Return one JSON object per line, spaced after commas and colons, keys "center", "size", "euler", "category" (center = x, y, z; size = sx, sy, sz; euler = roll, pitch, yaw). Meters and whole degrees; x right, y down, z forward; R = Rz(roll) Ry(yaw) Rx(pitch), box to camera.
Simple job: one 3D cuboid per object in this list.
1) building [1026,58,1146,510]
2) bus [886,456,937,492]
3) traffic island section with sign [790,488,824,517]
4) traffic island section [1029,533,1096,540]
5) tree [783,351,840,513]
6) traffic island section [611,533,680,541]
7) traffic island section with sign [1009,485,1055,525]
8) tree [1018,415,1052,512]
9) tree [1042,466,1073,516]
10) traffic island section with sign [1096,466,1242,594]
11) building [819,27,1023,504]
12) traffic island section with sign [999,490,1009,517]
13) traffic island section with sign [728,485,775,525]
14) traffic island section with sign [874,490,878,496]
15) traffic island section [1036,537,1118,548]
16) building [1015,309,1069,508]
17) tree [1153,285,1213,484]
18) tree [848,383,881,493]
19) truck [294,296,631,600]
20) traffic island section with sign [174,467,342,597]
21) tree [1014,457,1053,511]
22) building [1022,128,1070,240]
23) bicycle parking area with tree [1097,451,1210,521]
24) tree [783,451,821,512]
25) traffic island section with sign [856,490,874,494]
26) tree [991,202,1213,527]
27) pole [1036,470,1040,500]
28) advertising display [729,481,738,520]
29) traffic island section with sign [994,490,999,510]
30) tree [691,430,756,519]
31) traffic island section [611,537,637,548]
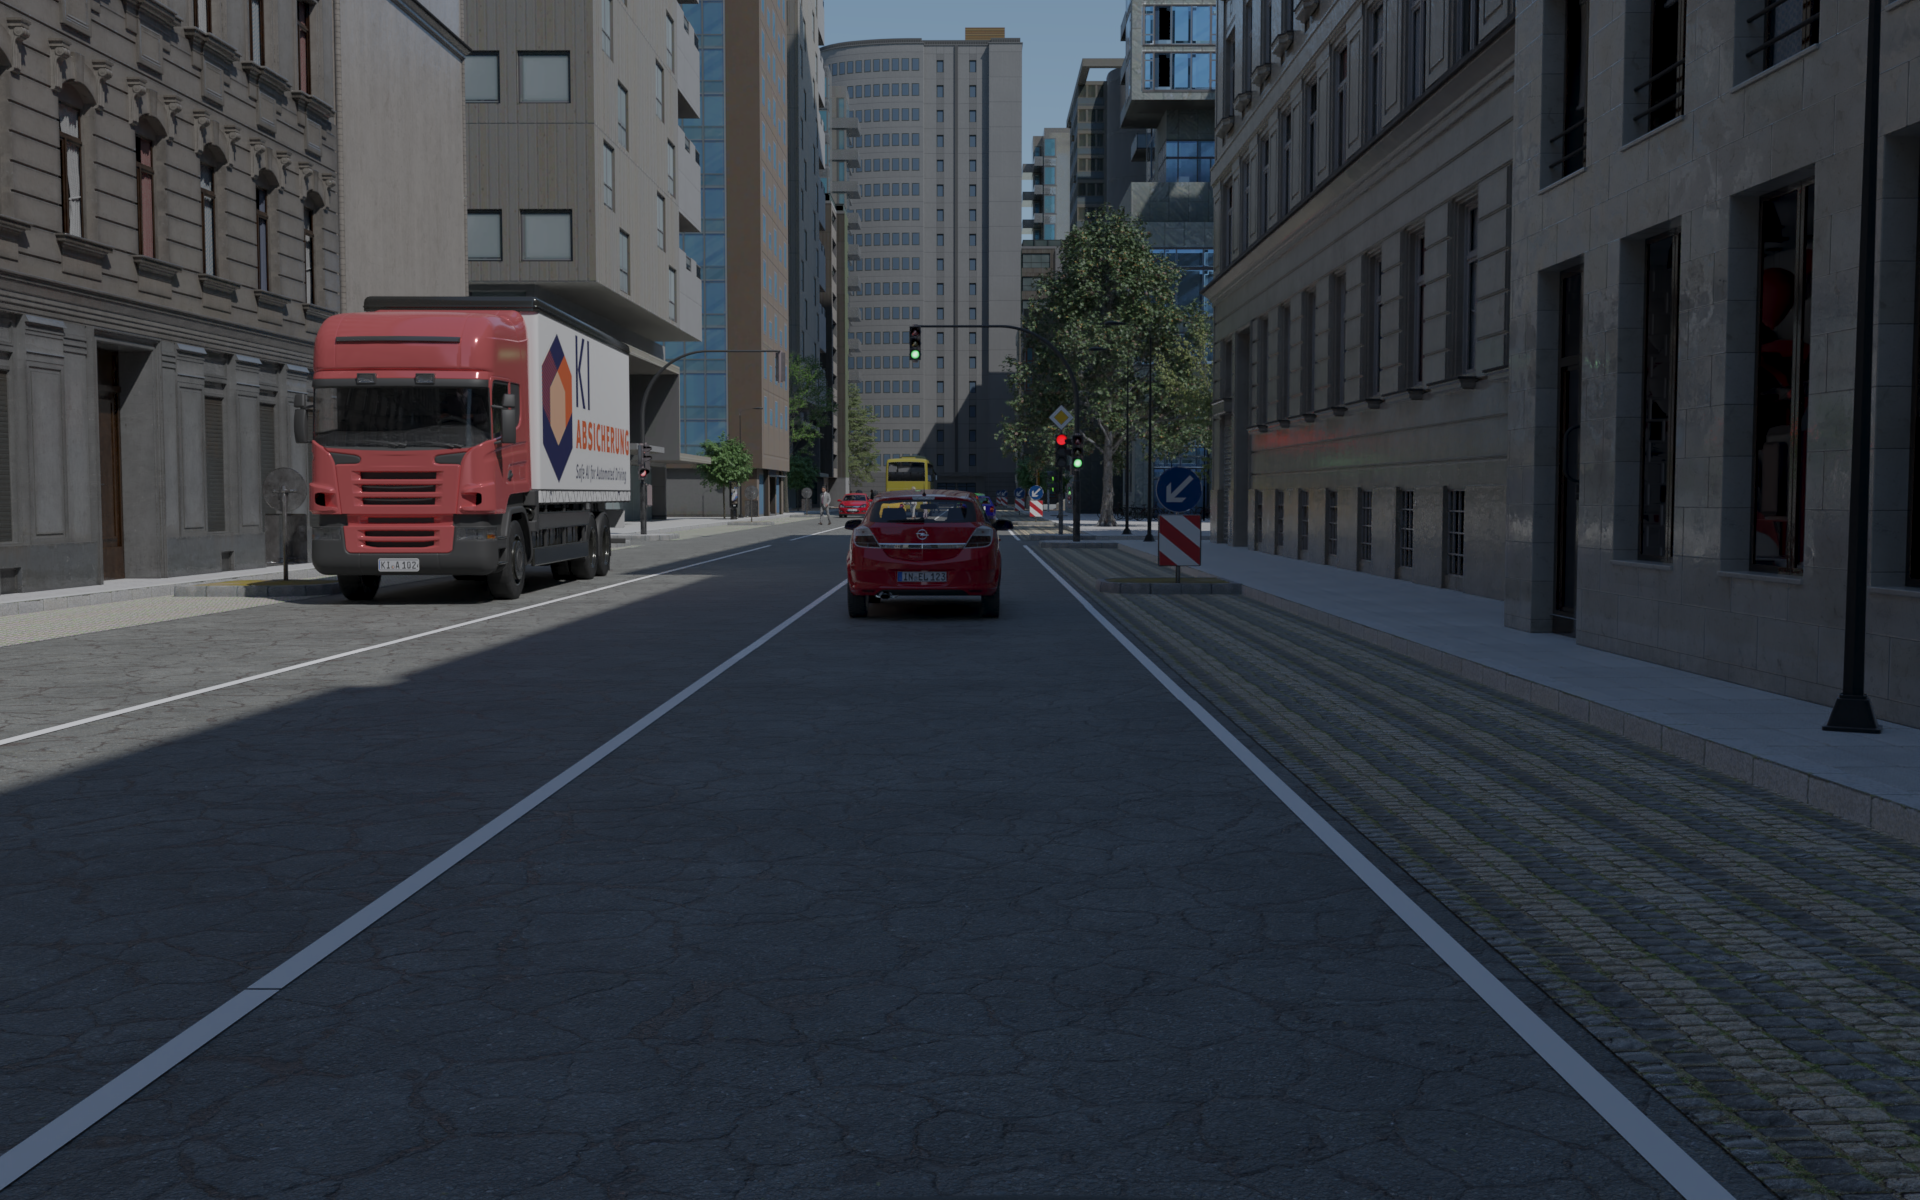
{"center": [22.069, -27.964, 149.087], "size": [32.217, 40.220, 23.993], "euler": [0, 4, 0], "category": "building"}
{"center": [-3.084, -7.251, 110.103], "size": [2.896, 3.916, 12.252], "euler": [0, 4, 1], "category": "bus"}
{"center": [-9.383, -5.984, 106.474], "size": [1.989, 1.847, 2.006], "euler": [0, 4, 0], "category": "traffic island section with sign"}
{"center": [3.209, -1.986, 54.748], "size": [2.009, 0.180, 2.903], "euler": [0, 4, 0], "category": "traffic island section"}
{"center": [-12.061, -11.759, 118.019], "size": [9.928, 11.665, 9.643], "euler": [0, 3, 0], "category": "tree"}
{"center": [-10.032, -1.991, 54.836], "size": [2.009, 0.180, 2.903], "euler": [0, 4, 0], "category": "traffic island section"}
{"center": [3.369, -4.349, 79.741], "size": [1.989, 1.847, 2.006], "euler": [0, 4, 0], "category": "traffic island section with sign"}
{"center": [6.190, -10.696, 125.236], "size": [4.360, 8.622, 3.978], "euler": [0, 3, 0], "category": "tree"}
{"center": [5.687, -6.475, 100.474], "size": [1.663, 3.219, 1.824], "euler": [0, 3, 0], "category": "tree"}
{"center": [3.031, -1.034, 25.542], "size": [1.989, 1.847, 2.006], "euler": [0, 4, 0], "category": "traffic island section with sign"}
{"center": [-6.385, -41.637, 222.760], "size": [28.212, 58.520, 21.231], "euler": [0, 4, 0], "category": "building"}
{"center": [3.541, -5.998, 106.695], "size": [1.989, 1.847, 2.006], "euler": [0, 4, 0], "category": "traffic island section with sign"}
{"center": [-9.550, -4.331, 79.437], "size": [1.989, 1.847, 2.006], "euler": [0, 4, 0], "category": "traffic island section with sign"}
{"center": [-8.900, -10.698, 183.546], "size": [1.989, 1.847, 2.006], "euler": [0, 4, 0], "category": "traffic island section with sign"}
{"center": [3.159, -1.497, 46.764], "size": [2.009, 0.180, 2.903], "euler": [0, 4, 0], "category": "traffic island section"}
{"center": [19.836, -20.251, 176.140], "size": [27.650, 21.520, 28.899], "euler": [0, 4, 0], "category": "building"}
{"center": [8.826, -6.564, 57.680], "size": [4.737, 8.622, 4.395], "euler": [0, 3, 0], "category": "tree"}
{"center": [-11.816, -15.840, 177.110], "size": [7.486, 12.596, 7.792], "euler": [0, 3, 0], "category": "tree"}
{"center": [-7.259, -2.322, 26.879], "size": [2.839, 4.237, 11.283], "euler": [0, 4, -1], "category": "truck"}
{"center": [-9.893, -0.996, 24.911], "size": [1.989, 1.847, 2.006], "euler": [0, 4, 0], "category": "traffic island section with sign"}
{"center": [5.666, -9.136, 133.079], "size": [4.285, 4.588, 4.351], "euler": [0, 3, 0], "category": "tree"}
{"center": [23.176, -36.998, 224.531], "size": [30.456, 49.044, 23.786], "euler": [0, 4, 0], "category": "building"}
{"center": [11.327, -5.996, 85.044], "size": [9.016, 4.147, 8.231], "euler": [0, 4, 3], "category": "bicycle parking area with tree"}
{"center": [-11.881, -8.788, 127.389], "size": [4.285, 4.588, 4.351], "euler": [0, 3, 0], "category": "tree"}
{"center": [-9.068, -9.050, 156.591], "size": [1.989, 1.847, 2.006], "euler": [0, 4, 0], "category": "traffic island section with sign"}
{"center": [5.938, -9.253, 68.297], "size": [9.611, 12.733, 9.660], "euler": [0, 3, 0], "category": "tree"}
{"center": [5.111, -7.324, 113.586], "size": [0.158, 3.312, 0.155], "euler": [0, 3, 0], "category": "pole"}
{"center": [-11.327, -4.981, 86.648], "size": [0.123, 1.923, 0.974], "euler": [1, 4, 11], "category": "advertising display"}
{"center": [3.862, -9.044, 156.501], "size": [1.989, 1.847, 2.006], "euler": [0, 4, 0], "category": "traffic island section with sign"}
{"center": [-12.169, -6.451, 89.193], "size": [4.285, 4.588, 4.351], "euler": [0, 3, 0], "category": "tree"}
{"center": [-10.082, -1.503, 46.851], "size": [2.009, 0.180, 2.903], "euler": [0, 4, 0], "category": "traffic island section"}
